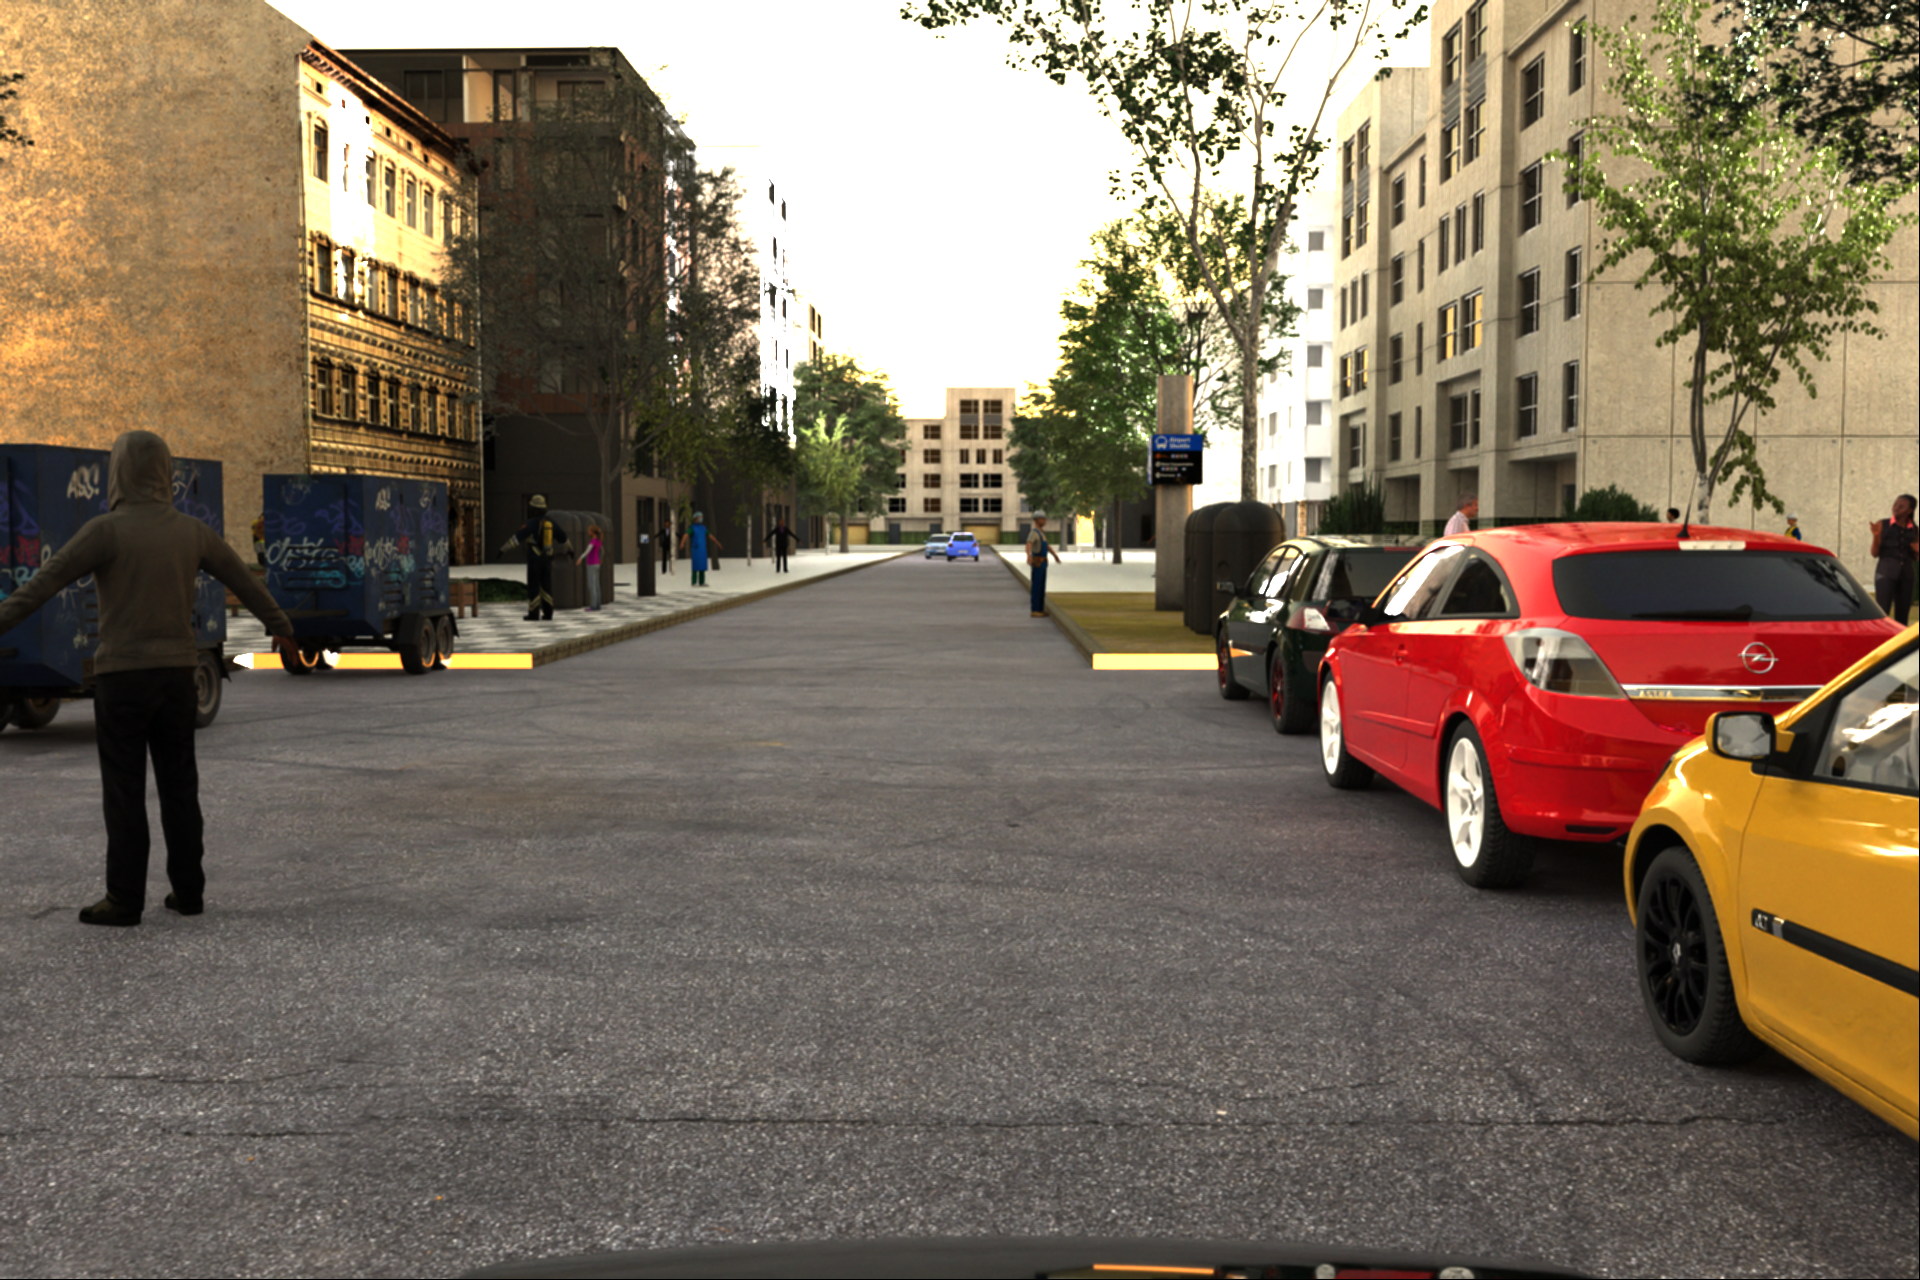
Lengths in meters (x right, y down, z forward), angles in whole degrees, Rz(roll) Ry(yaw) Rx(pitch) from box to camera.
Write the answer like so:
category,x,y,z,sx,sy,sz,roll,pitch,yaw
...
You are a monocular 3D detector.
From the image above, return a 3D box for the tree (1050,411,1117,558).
category,x,y,z,sx,sy,sz,roll,pitch,yaw
tree,7.426,-8.780,93.921,4.360,8.622,3.978,0,3,0

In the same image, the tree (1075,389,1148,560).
category,x,y,z,sx,sy,sz,roll,pitch,yaw
tree,6.842,-8.210,84.597,4.360,8.622,3.978,0,3,0

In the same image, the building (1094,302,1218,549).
category,x,y,z,sx,sy,sz,roll,pitch,yaw
building,26.827,-19.882,169.038,27.936,21.610,32.646,0,4,0

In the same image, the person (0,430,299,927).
category,x,y,z,sx,sy,sz,roll,pitch,yaw
person,-3.044,0.131,6.448,0.705,1.813,1.348,3,4,38

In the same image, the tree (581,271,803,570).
category,x,y,z,sx,sy,sz,roll,pitch,yaw
tree,-9.013,-7.784,61.673,7.601,10.594,8.767,2,4,26

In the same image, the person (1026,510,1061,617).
category,x,y,z,sx,sy,sz,roll,pitch,yaw
person,1.395,-1.327,30.002,0.705,1.847,1.347,2,4,25

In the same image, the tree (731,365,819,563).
category,x,y,z,sx,sy,sz,roll,pitch,yaw
tree,-8.193,-7.664,75.662,4.360,8.622,3.978,0,3,0

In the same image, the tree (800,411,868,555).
category,x,y,z,sx,sy,sz,roll,pitch,yaw
tree,-7.713,-9.393,103.936,4.737,8.622,4.395,0,3,0

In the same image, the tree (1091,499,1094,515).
category,x,y,z,sx,sy,sz,roll,pitch,yaw
tree,18.156,-15.852,209.538,4.360,8.622,3.978,0,3,0

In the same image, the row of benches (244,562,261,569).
category,x,y,z,sx,sy,sz,roll,pitch,yaw
row of benches,-14.119,-1.393,38.232,4.104,0.672,1.422,0,4,8

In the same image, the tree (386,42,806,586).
category,x,y,z,sx,sy,sz,roll,pitch,yaw
tree,-8.743,-8.108,42.930,12.009,13.543,11.850,0,3,0

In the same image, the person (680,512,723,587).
category,x,y,z,sx,sy,sz,roll,pitch,yaw
person,-6.334,-2.201,42.106,0.704,1.817,1.347,3,5,39

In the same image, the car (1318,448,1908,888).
category,x,y,z,sx,sy,sz,roll,pitch,yaw
car,2.957,0.034,8.484,2.155,1.783,4.494,0,4,1

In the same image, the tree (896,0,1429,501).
category,x,y,z,sx,sy,sz,roll,pitch,yaw
tree,5.397,-11.255,39.914,12.611,20.169,13.585,0,3,0

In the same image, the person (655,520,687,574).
category,x,y,z,sx,sy,sz,roll,pitch,yaw
person,-9.398,-2.995,55.685,1.216,1.740,0.721,0,4,-5

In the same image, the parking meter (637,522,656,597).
category,x,y,z,sx,sy,sz,roll,pitch,yaw
parking meter,-6.465,-1.667,35.672,0.372,1.533,0.369,0,3,0

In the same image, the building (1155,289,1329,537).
category,x,y,z,sx,sy,sz,roll,pitch,yaw
building,26.379,-19.051,142.409,19.493,23.208,18.063,0,4,1

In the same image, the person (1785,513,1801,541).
category,x,y,z,sx,sy,sz,roll,pitch,yaw
person,19.554,-2.108,40.934,0.721,1.772,1.216,0,4,4

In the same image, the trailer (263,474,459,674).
category,x,y,z,sx,sy,sz,roll,pitch,yaw
trailer,-6.157,-0.626,17.280,1.471,1.999,3.904,0,4,0

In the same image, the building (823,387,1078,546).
category,x,y,z,sx,sy,sz,roll,pitch,yaw
building,-1.836,-21.148,214.687,31.486,18.905,16.747,0,4,-1

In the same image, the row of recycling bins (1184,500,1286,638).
category,x,y,z,sx,sy,sz,roll,pitch,yaw
row of recycling bins,3.510,-0.950,22.650,1.069,1.692,3.534,0,3,0

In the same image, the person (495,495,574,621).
category,x,y,z,sx,sy,sz,roll,pitch,yaw
person,-6.274,-1.222,25.767,0.705,1.856,1.354,3,5,42

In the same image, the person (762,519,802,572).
category,x,y,z,sx,sy,sz,roll,pitch,yaw
person,-5.974,-3.172,58.091,1.346,1.802,0.704,-1,4,-14

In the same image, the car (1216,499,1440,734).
category,x,y,z,sx,sy,sz,roll,pitch,yaw
car,3.120,-0.245,13.799,2.009,1.686,4.222,0,4,0

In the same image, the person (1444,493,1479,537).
category,x,y,z,sx,sy,sz,roll,pitch,yaw
person,5.228,-0.670,17.935,0.436,1.711,0.756,2,4,28

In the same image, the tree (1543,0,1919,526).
category,x,y,z,sx,sy,sz,roll,pitch,yaw
tree,9.315,-4.316,20.929,4.737,8.622,4.395,0,3,0

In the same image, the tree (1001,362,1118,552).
category,x,y,z,sx,sy,sz,roll,pitch,yaw
tree,7.434,-13.328,124.575,9.857,13.997,8.962,0,3,0

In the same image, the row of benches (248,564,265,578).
category,x,y,z,sx,sy,sz,roll,pitch,yaw
row of benches,-15.612,-1.273,36.270,4.104,0.672,1.422,1,4,18

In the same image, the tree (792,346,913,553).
category,x,y,z,sx,sy,sz,roll,pitch,yaw
tree,-7.834,-12.789,115.752,9.857,13.997,8.962,0,3,0

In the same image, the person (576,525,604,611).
category,x,y,z,sx,sy,sz,roll,pitch,yaw
person,-6.150,-1.196,28.816,0.599,1.433,0.991,1,4,10

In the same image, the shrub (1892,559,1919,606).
category,x,y,z,sx,sy,sz,roll,pitch,yaw
shrub,17.059,-1.221,31.073,1.383,1.207,1.383,0,3,0

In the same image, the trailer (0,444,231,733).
category,x,y,z,sx,sy,sz,roll,pitch,yaw
trailer,-6.294,-0.286,11.727,1.471,1.999,3.904,0,4,1

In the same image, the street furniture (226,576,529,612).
category,x,y,z,sx,sy,sz,roll,pitch,yaw
street furniture,-13.015,-0.954,31.225,10.072,0.657,5.734,0,4,-2

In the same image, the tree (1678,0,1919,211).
category,x,y,z,sx,sy,sz,roll,pitch,yaw
tree,8.740,-4.728,11.716,7.601,10.594,8.767,-3,5,-43

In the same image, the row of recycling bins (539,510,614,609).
category,x,y,z,sx,sy,sz,roll,pitch,yaw
row of recycling bins,-6.890,-1.470,31.143,1.069,1.692,3.534,0,3,0

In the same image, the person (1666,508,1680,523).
category,x,y,z,sx,sy,sz,roll,pitch,yaw
person,14.478,-1.779,35.279,0.705,1.806,1.347,1,4,16

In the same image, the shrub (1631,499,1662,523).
category,x,y,z,sx,sy,sz,roll,pitch,yaw
shrub,12.368,-1.689,32.033,1.690,2.028,1.600,0,3,0

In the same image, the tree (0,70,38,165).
category,x,y,z,sx,sy,sz,roll,pitch,yaw
tree,-12.376,-4.882,14.240,8.767,10.594,7.601,-3,4,-37

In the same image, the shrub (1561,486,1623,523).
category,x,y,z,sx,sy,sz,roll,pitch,yaw
shrub,10.385,-1.488,28.378,1.661,2.075,1.752,0,3,0

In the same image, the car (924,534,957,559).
category,x,y,z,sx,sy,sz,roll,pitch,yaw
car,-1.078,-5.400,100.289,2.014,1.417,4.499,0,4,1

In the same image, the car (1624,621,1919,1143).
category,x,y,z,sx,sy,sz,roll,pitch,yaw
car,2.770,0.409,3.534,2.015,1.641,3.980,0,4,1

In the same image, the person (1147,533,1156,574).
category,x,y,z,sx,sy,sz,roll,pitch,yaw
person,6.428,-3.008,55.328,0.704,1.843,1.345,-2,4,-28

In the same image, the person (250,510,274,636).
category,x,y,z,sx,sy,sz,roll,pitch,yaw
person,-8.610,-0.985,21.870,0.705,1.858,1.354,0,4,1

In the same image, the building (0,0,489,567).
category,x,y,z,sx,sy,sz,roll,pitch,yaw
building,-29.113,-14.131,61.975,19.493,23.208,18.063,0,4,1

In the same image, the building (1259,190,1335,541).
category,x,y,z,sx,sy,sz,roll,pitch,yaw
building,22.022,-14.684,96.498,16.016,20.090,11.380,0,4,1

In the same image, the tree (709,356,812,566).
category,x,y,z,sx,sy,sz,roll,pitch,yaw
tree,-8.370,-7.314,69.945,4.737,8.622,4.395,0,3,0

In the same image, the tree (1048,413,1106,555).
category,x,y,z,sx,sy,sz,roll,pitch,yaw
tree,7.240,-9.422,104.405,4.737,8.622,4.395,0,3,0

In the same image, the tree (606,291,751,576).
category,x,y,z,sx,sy,sz,roll,pitch,yaw
tree,-8.643,-6.304,53.429,4.737,8.622,4.395,0,3,0

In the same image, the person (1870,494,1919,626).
category,x,y,z,sx,sy,sz,roll,pitch,yaw
person,8.520,-0.506,15.779,0.593,1.643,0.415,-3,4,-38

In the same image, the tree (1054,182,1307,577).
category,x,y,z,sx,sy,sz,roll,pitch,yaw
tree,6.457,-7.674,51.225,9.928,11.665,9.643,0,3,0

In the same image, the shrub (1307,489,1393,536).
category,x,y,z,sx,sy,sz,roll,pitch,yaw
shrub,6.300,-1.467,28.407,1.690,2.028,1.600,0,3,0

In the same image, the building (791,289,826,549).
category,x,y,z,sx,sy,sz,roll,pitch,yaw
building,-26.593,-18.285,142.931,27.936,21.610,32.646,0,4,1

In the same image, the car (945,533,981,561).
category,x,y,z,sx,sy,sz,roll,pitch,yaw
car,0.157,-5.073,92.528,1.945,1.707,3.694,0,4,0

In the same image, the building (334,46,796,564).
category,x,y,z,sx,sy,sz,roll,pitch,yaw
building,-24.420,-15.022,89.584,27.936,21.610,32.646,0,4,2

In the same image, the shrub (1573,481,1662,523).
category,x,y,z,sx,sy,sz,roll,pitch,yaw
shrub,9.696,-1.342,25.986,1.661,2.075,1.752,0,3,0

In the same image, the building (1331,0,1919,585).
category,x,y,z,sx,sy,sz,roll,pitch,yaw
building,24.116,-11.743,58.454,16.747,18.905,31.486,0,4,1

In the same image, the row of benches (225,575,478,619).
category,x,y,z,sx,sy,sz,roll,pitch,yaw
row of benches,-9.536,-0.685,26.660,4.104,0.672,1.422,0,4,5

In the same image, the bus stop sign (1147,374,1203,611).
category,x,y,z,sx,sy,sz,roll,pitch,yaw
bus stop sign,3.581,-2.440,28.917,0.837,3.901,0.837,0,4,1

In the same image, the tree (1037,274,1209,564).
category,x,y,z,sx,sy,sz,roll,pitch,yaw
tree,7.044,-9.534,74.010,7.486,12.596,7.792,0,3,0
